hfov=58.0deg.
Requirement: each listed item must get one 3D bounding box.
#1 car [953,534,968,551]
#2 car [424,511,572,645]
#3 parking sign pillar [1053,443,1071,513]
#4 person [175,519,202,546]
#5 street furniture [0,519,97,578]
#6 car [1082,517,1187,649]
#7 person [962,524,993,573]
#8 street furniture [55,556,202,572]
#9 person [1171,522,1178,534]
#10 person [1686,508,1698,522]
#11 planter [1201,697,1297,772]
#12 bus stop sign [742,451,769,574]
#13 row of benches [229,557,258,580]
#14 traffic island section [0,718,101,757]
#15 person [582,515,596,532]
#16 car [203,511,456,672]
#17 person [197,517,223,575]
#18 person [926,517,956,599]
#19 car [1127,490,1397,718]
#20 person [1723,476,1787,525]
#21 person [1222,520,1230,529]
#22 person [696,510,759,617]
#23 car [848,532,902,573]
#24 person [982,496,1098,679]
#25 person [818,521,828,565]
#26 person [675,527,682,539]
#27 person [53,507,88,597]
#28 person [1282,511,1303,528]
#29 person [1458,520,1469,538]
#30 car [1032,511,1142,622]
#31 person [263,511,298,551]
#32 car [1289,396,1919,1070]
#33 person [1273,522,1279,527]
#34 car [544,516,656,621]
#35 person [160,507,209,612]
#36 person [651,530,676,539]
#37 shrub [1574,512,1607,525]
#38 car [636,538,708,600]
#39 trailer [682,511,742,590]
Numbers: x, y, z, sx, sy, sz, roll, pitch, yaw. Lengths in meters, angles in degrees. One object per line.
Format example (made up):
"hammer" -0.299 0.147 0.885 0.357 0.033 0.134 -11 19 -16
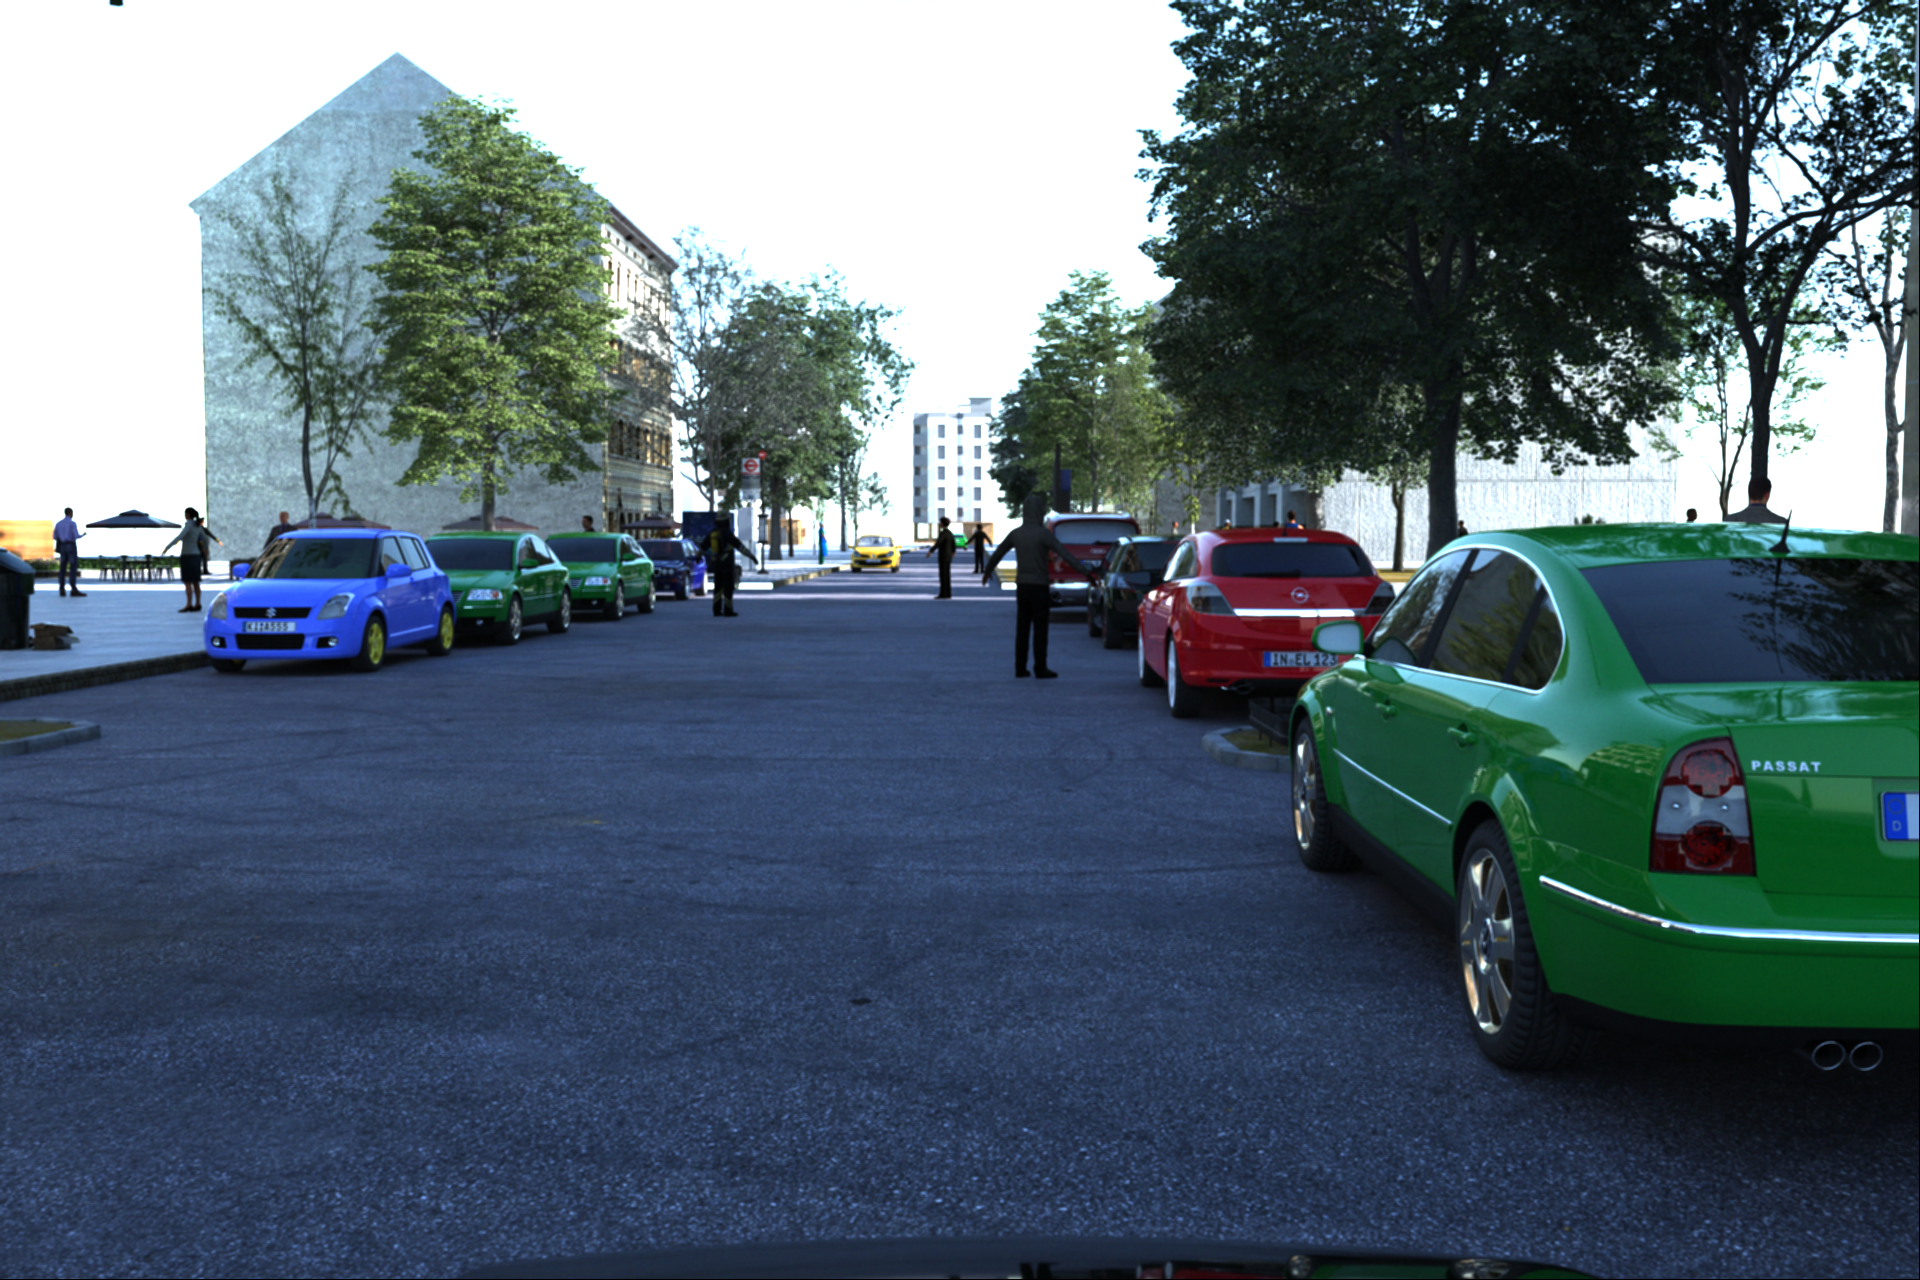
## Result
"car" -0.272 -8.751 151.877 1.959 1.807 4.718 0 4 -1
"car" -6.591 -0.913 23.724 1.959 1.807 4.718 0 4 0
"parking sign pillar" 3.047 -3.899 52.221 1.447 3.967 1.447 0 4 -1
"person" -23.624 -2.852 53.095 0.721 1.772 1.216 1 4 13
"street furniture" -30.575 -2.609 49.519 11.010 1.723 9.812 2 4 34
"car" 2.645 -0.807 22.985 2.009 1.686 4.222 0 4 0
"person" 0.685 -3.338 63.220 1.347 1.806 0.705 -3 4 -36
"street furniture" -32.229 -2.784 61.150 10.072 0.657 5.734 -2 4 -24
"person" 9.173 -4.132 73.823 0.705 1.796 1.348 1 4 15
"person" 14.727 -1.753 34.846 0.705 1.807 1.348 2 4 33
"planter" 2.616 0.605 11.255 1.991 0.319 1.994 0 4 0
"bus stop sign" -6.571 -4.098 55.701 0.855 3.939 0.416 0 4 2
"row of benches" -18.224 -2.019 48.481 4.104 0.672 1.422 0 4 -5
"traffic island section" -7.051 0.681 11.724 1.991 0.108 1.994 0 4 1
"person" -7.611 -1.635 35.329 0.704 1.812 1.346 -3 4 -37
"car" -6.879 -0.582 19.103 1.945 1.707 3.694 0 4 1
"person" -23.937 -2.986 54.751 1.347 1.837 0.705 1 4 17
"person" -0.364 -1.814 38.309 0.705 1.806 1.347 2 4 25
"car" 2.558 -0.363 14.975 2.155 1.783 4.494 0 4 1
"person" 6.626 -0.475 14.334 0.617 1.759 0.750 3 5 43
"person" 10.265 -3.699 66.455 0.705 1.833 1.349 -1 4 -19
"person" -4.107 -1.341 30.166 1.354 1.856 0.705 2 4 31
"car" -3.179 -3.377 65.432 2.015 1.641 3.980 0 3 0
"person" 0.743 -0.532 17.288 1.348 1.813 0.705 2 4 35
"person" -5.656 -3.988 71.337 0.704 1.817 1.347 -1 4 -16
"person" -7.332 -2.499 47.044 0.705 1.806 1.347 3 4 37
"person" -18.245 -1.818 35.634 0.709 1.838 0.599 1 4 14
"person" 7.493 -2.022 39.222 1.345 1.807 0.704 0 4 2
"person" 18.980 -3.638 65.706 1.346 1.802 0.704 -3 4 -38
"car" 2.133 -1.297 29.872 2.281 1.827 5.304 0 4 -1
"person" -14.091 -1.808 36.151 0.990 1.755 0.434 0 4 6
"car" 2.317 0.172 5.992 1.959 1.807 4.718 0 4 1
"person" 11.812 -3.529 64.416 1.216 1.740 0.721 3 5 42
"car" -6.474 -1.299 30.036 1.959 1.807 4.718 0 4 1
"person" -12.741 -1.327 28.530 0.721 1.735 1.217 1 4 9
"person" -12.919 -4.284 75.815 1.354 1.858 0.705 -1 4 -12
"shrub" 21.274 -3.311 58.550 1.690 2.028 1.600 0 3 0
"car" -6.738 -1.600 38.737 1.945 1.354 3.894 0 4 1
"trailer" -6.484 -2.272 44.198 1.471 1.999 3.904 0 4 0
